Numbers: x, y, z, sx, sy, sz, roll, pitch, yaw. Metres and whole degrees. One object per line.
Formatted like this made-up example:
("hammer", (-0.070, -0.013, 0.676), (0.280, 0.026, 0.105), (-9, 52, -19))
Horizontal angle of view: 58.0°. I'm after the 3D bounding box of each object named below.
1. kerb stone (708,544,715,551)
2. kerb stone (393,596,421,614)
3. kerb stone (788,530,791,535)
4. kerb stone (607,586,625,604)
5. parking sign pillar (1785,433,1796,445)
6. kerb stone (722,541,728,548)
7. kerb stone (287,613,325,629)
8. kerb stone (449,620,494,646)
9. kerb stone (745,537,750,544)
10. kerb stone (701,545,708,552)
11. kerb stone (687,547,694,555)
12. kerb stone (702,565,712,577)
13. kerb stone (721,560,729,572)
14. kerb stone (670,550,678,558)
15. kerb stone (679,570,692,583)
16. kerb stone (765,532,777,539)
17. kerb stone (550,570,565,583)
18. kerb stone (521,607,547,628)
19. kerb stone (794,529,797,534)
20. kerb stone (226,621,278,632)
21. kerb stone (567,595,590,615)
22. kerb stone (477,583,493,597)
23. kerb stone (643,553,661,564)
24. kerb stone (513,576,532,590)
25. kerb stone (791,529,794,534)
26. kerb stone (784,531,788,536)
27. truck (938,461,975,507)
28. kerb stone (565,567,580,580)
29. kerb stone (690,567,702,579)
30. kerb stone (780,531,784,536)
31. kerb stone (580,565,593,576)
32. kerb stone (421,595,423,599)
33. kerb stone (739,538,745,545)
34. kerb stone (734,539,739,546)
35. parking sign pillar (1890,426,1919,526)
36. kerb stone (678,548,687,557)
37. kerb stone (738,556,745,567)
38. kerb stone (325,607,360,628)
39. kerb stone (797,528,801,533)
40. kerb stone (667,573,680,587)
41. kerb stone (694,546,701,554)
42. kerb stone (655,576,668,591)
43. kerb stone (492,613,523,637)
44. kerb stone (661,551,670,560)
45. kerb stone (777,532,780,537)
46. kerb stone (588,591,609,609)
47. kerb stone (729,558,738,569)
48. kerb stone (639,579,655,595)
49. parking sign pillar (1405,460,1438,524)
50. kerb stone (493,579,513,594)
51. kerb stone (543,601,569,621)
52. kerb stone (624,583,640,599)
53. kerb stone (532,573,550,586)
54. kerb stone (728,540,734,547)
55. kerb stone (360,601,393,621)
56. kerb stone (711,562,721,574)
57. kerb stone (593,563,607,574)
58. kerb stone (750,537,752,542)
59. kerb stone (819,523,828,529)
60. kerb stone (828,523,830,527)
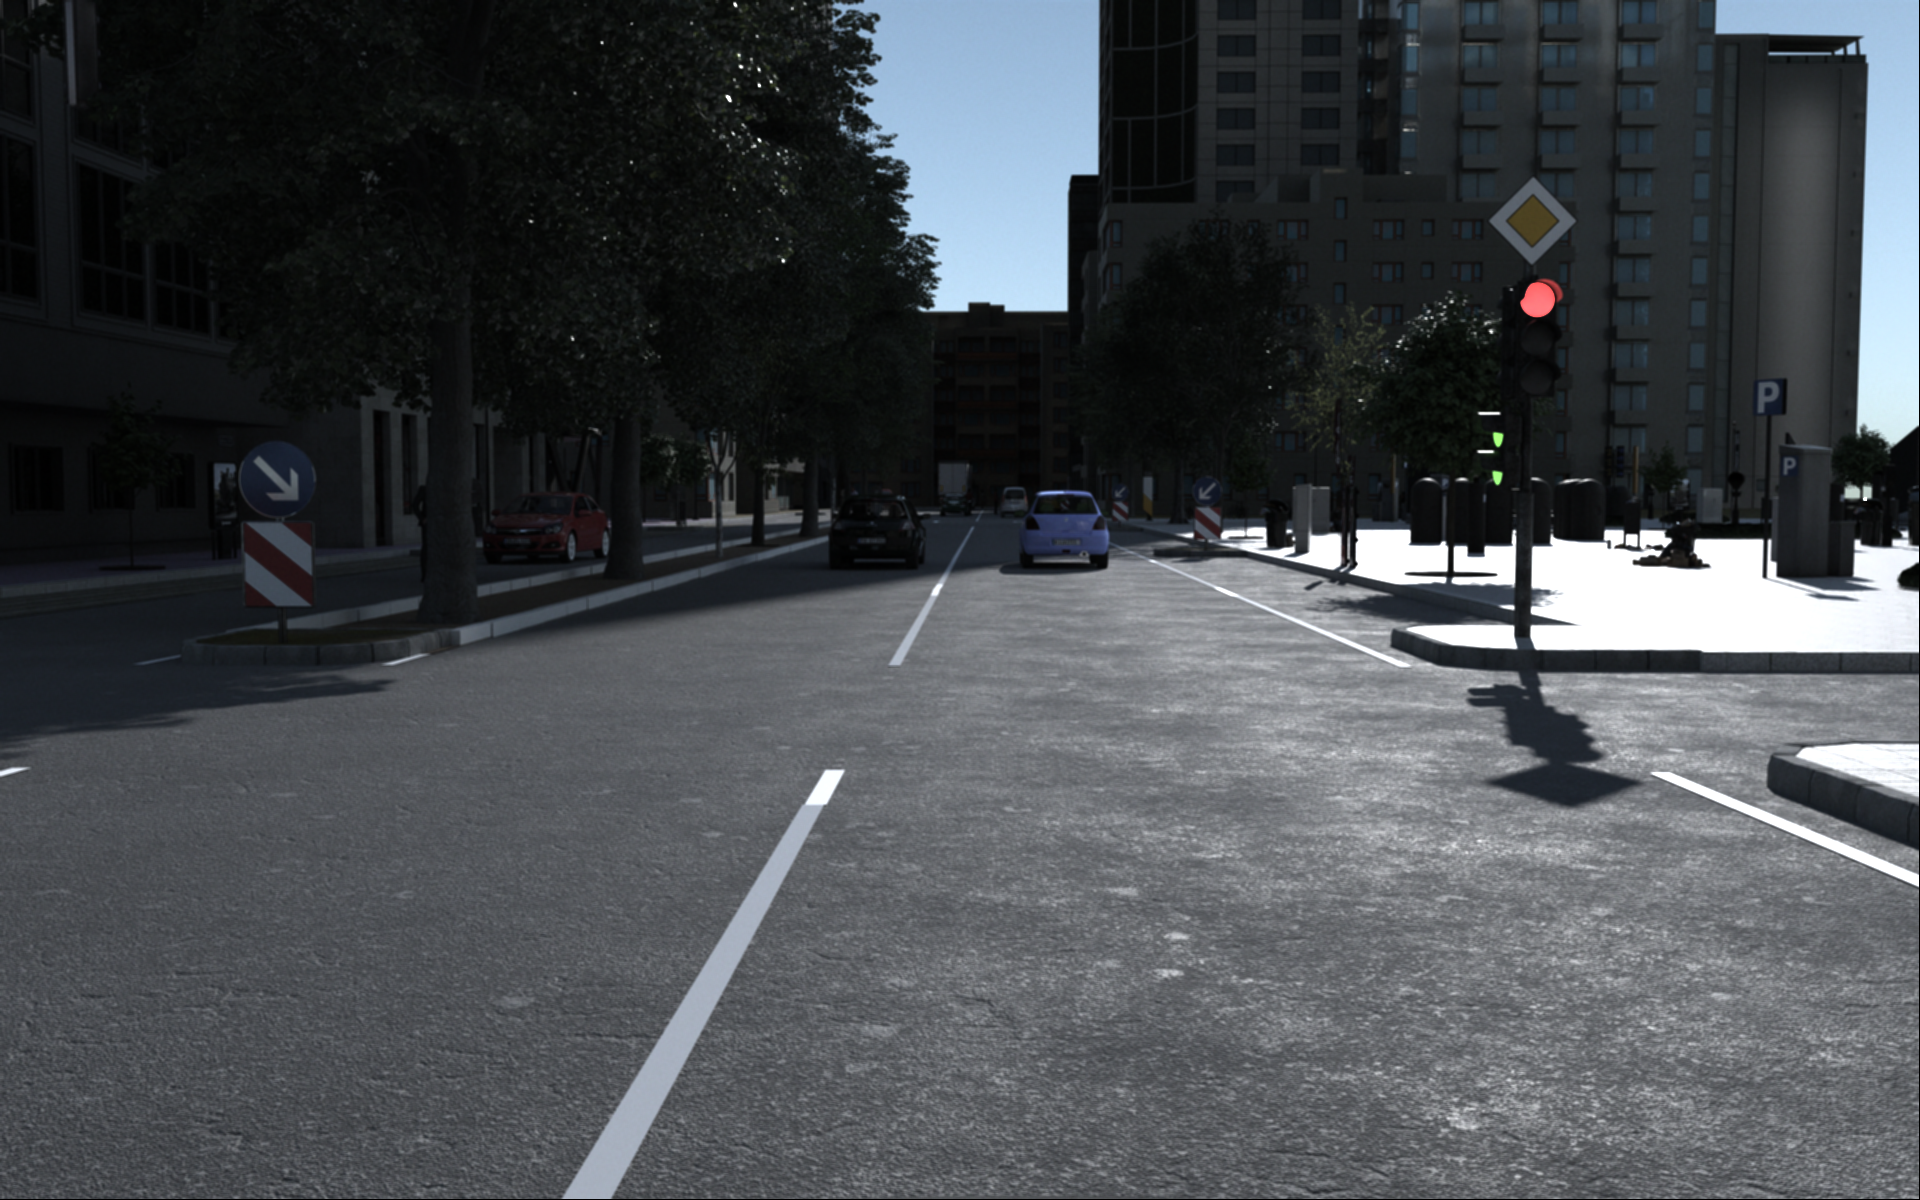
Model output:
("kerb stone", (-6.351, -1.303, 43.523), (0.120, 0.150, 1.000), (0, 4, 1))
("kerb stone", (-6.772, 0.077, 20.943), (0.120, 0.150, 1.000), (0, 4, 1))
("kerb stone", (-6.054, -2.308, 59.926), (0.120, 0.150, 1.000), (0, 4, 1))
("kerb stone", (-4.636, -0.046, 22.953), (0.120, 0.150, 1.000), (0, 4, 1))
("parking sign pillar", (36.914, -5.386, 76.526), (1.447, 3.967, 1.447), (-3, 5, -41))
("kerb stone", (-6.314, -1.430, 45.569), (0.120, 0.150, 1.000), (0, 4, 1))
("kerb stone", (-6.824, 0.265, 17.858), (0.120, 0.150, 1.000), (0, 4, 1))
("kerb stone", (-4.756, 0.330, 16.808), (0.120, 0.150, 1.000), (0, 4, 1))
("kerb stone", (-6.237, -1.678, 49.676), (0.120, 0.150, 1.000), (0, 4, 1))
("kerb stone", (-6.381, -1.242, 42.497), (0.120, 0.150, 1.000), (0, 4, 1))
("kerb stone", (-6.414, -1.115, 40.448), (0.120, 0.150, 1.000), (0, 4, 1))
("kerb stone", (-4.495, -0.484, 30.127), (0.120, 0.150, 1.000), (0, 4, 1))
("kerb stone", (-4.465, -0.610, 32.172), (0.120, 0.150, 1.000), (0, 4, 1))
("kerb stone", (-6.456, -0.990, 38.388), (0.120, 0.150, 1.000), (0, 4, 1))
("kerb stone", (-4.540, -0.360, 28.080), (0.120, 0.150, 1.000), (0, 4, 1))
("kerb stone", (-6.117, -2.057, 55.824), (0.120, 0.150, 1.000), (0, 4, 1))
("kerb stone", (-6.641, -0.362, 28.118), (0.120, 0.150, 1.000), (0, 4, 1))
("kerb stone", (-4.709, 0.209, 18.852), (0.120, 0.150, 1.000), (0, 4, 1))
("kerb stone", (-6.022, -2.433, 61.971), (0.120, 0.150, 1.000), (0, 4, 1))
("kerb stone", (-6.854, 0.335, 16.837), (0.120, 0.150, 1.000), (0, 4, 1))
("kerb stone", (-4.679, 0.079, 20.905), (0.120, 0.150, 1.000), (0, 4, 1))
("kerb stone", (-6.719, -0.111, 24.030), (0.120, 0.150, 1.000), (0, 4, 1))
("kerb stone", (-6.487, -0.865, 36.338), (0.120, 0.150, 1.000), (0, 4, 1))
("kerb stone", (-6.673, -0.235, 26.074), (0.120, 0.150, 1.000), (0, 4, 1))
("kerb stone", (-6.034, -2.365, 60.949), (0.120, 0.150, 1.000), (0, 4, 1))
("kerb stone", (-6.071, -2.243, 58.904), (0.120, 0.150, 1.000), (0, 4, 1))
("truck", (-0.317, -9.943, 151.485), (2.839, 4.237, 11.283), (0, 4, 3))
("kerb stone", (-6.621, -0.425, 29.145), (0.120, 0.150, 1.000), (0, 4, 1))
("kerb stone", (-4.529, -0.423, 29.105), (0.120, 0.150, 1.000), (0, 4, 1))
("kerb stone", (-6.094, -2.183, 57.882), (0.120, 0.150, 1.000), (0, 4, 1))
("kerb stone", (-6.612, -0.488, 30.179), (0.120, 0.150, 1.000), (0, 4, 1))
("kerb stone", (-6.754, 0.014, 21.986), (0.120, 0.150, 1.000), (0, 4, 1))
("kerb stone", (-6.255, -1.613, 48.649), (0.120, 0.150, 1.000), (0, 4, 1))
("kerb stone", (-6.273, -1.555, 47.618), (0.120, 0.150, 1.000), (0, 4, 1))
("parking sign pillar", (37.848, -4.939, 69.230), (1.447, 3.967, 1.447), (-1, 4, -18))
("kerb stone", (-6.429, -1.054, 39.426), (0.120, 0.150, 1.000), (0, 4, 1))
("kerb stone", (-4.432, -0.736, 34.223), (0.120, 0.150, 1.000), (0, 4, 1))
("kerb stone", (-6.813, 0.202, 18.890), (0.120, 0.150, 1.000), (0, 4, 1))
("kerb stone", (-5.993, -2.495, 62.992), (0.120, 0.150, 1.000), (0, 4, 1))
("kerb stone", (-4.557, -0.297, 27.057), (0.120, 0.150, 1.000), (0, 4, 1))
("kerb stone", (-6.395, -1.178, 41.475), (0.120, 0.150, 1.000), (0, 4, 1))
("kerb stone", (-4.575, -0.235, 26.030), (0.120, 0.150, 1.000), (0, 4, 1))
("kerb stone", (-4.723, 0.267, 17.829), (0.120, 0.150, 1.000), (0, 4, 1))
("kerb stone", (-6.472, -0.922, 37.362), (0.120, 0.150, 1.000), (0, 4, 1))
("kerb stone", (-6.109, -2.119, 56.850), (0.120, 0.150, 1.000), (0, 4, 1))
("kerb stone", (-4.653, 0.016, 21.931), (0.120, 0.150, 1.000), (0, 4, 1))
("kerb stone", (-4.441, -0.673, 33.200), (0.120, 0.150, 1.000), (0, 4, 1))
("kerb stone", (-4.602, -0.171, 24.997), (0.120, 0.150, 1.000), (0, 4, 1))
("parking sign pillar", (19.965, -5.269, 74.613), (1.447, 3.967, 1.447), (3, 4, 38))
("kerb stone", (-6.699, -0.175, 25.052), (0.120, 0.150, 1.000), (0, 4, 1))
("kerb stone", (-4.695, 0.142, 19.874), (0.120, 0.150, 1.000), (0, 4, 1))
("kerb stone", (-4.620, -0.109, 23.975), (0.120, 0.150, 1.000), (0, 4, 1))
("kerb stone", (-6.647, -0.295, 27.096), (0.120, 0.150, 1.000), (0, 4, 1))
("kerb stone", (-6.291, -1.492, 46.595), (0.120, 0.150, 1.000), (0, 4, 1))
("kerb stone", (-6.784, 0.146, 19.915), (0.120, 0.150, 1.000), (0, 4, 1))
("kerb stone", (-4.486, -0.548, 31.150), (0.120, 0.150, 1.000), (0, 4, 1))
("kerb stone", (-6.577, -0.551, 31.204), (0.120, 0.150, 1.000), (0, 4, 1))
("kerb stone", (-6.224, -1.741, 50.698), (0.120, 0.150, 1.000), (0, 4, 1))
("kerb stone", (-5.809, -3.123, 73.257), (0.120, 0.150, 1.000), (0, 4, 1))
("kerb stone", (-5.791, -3.186, 74.281), (0.120, 0.150, 1.000), (0, 4, 1))
